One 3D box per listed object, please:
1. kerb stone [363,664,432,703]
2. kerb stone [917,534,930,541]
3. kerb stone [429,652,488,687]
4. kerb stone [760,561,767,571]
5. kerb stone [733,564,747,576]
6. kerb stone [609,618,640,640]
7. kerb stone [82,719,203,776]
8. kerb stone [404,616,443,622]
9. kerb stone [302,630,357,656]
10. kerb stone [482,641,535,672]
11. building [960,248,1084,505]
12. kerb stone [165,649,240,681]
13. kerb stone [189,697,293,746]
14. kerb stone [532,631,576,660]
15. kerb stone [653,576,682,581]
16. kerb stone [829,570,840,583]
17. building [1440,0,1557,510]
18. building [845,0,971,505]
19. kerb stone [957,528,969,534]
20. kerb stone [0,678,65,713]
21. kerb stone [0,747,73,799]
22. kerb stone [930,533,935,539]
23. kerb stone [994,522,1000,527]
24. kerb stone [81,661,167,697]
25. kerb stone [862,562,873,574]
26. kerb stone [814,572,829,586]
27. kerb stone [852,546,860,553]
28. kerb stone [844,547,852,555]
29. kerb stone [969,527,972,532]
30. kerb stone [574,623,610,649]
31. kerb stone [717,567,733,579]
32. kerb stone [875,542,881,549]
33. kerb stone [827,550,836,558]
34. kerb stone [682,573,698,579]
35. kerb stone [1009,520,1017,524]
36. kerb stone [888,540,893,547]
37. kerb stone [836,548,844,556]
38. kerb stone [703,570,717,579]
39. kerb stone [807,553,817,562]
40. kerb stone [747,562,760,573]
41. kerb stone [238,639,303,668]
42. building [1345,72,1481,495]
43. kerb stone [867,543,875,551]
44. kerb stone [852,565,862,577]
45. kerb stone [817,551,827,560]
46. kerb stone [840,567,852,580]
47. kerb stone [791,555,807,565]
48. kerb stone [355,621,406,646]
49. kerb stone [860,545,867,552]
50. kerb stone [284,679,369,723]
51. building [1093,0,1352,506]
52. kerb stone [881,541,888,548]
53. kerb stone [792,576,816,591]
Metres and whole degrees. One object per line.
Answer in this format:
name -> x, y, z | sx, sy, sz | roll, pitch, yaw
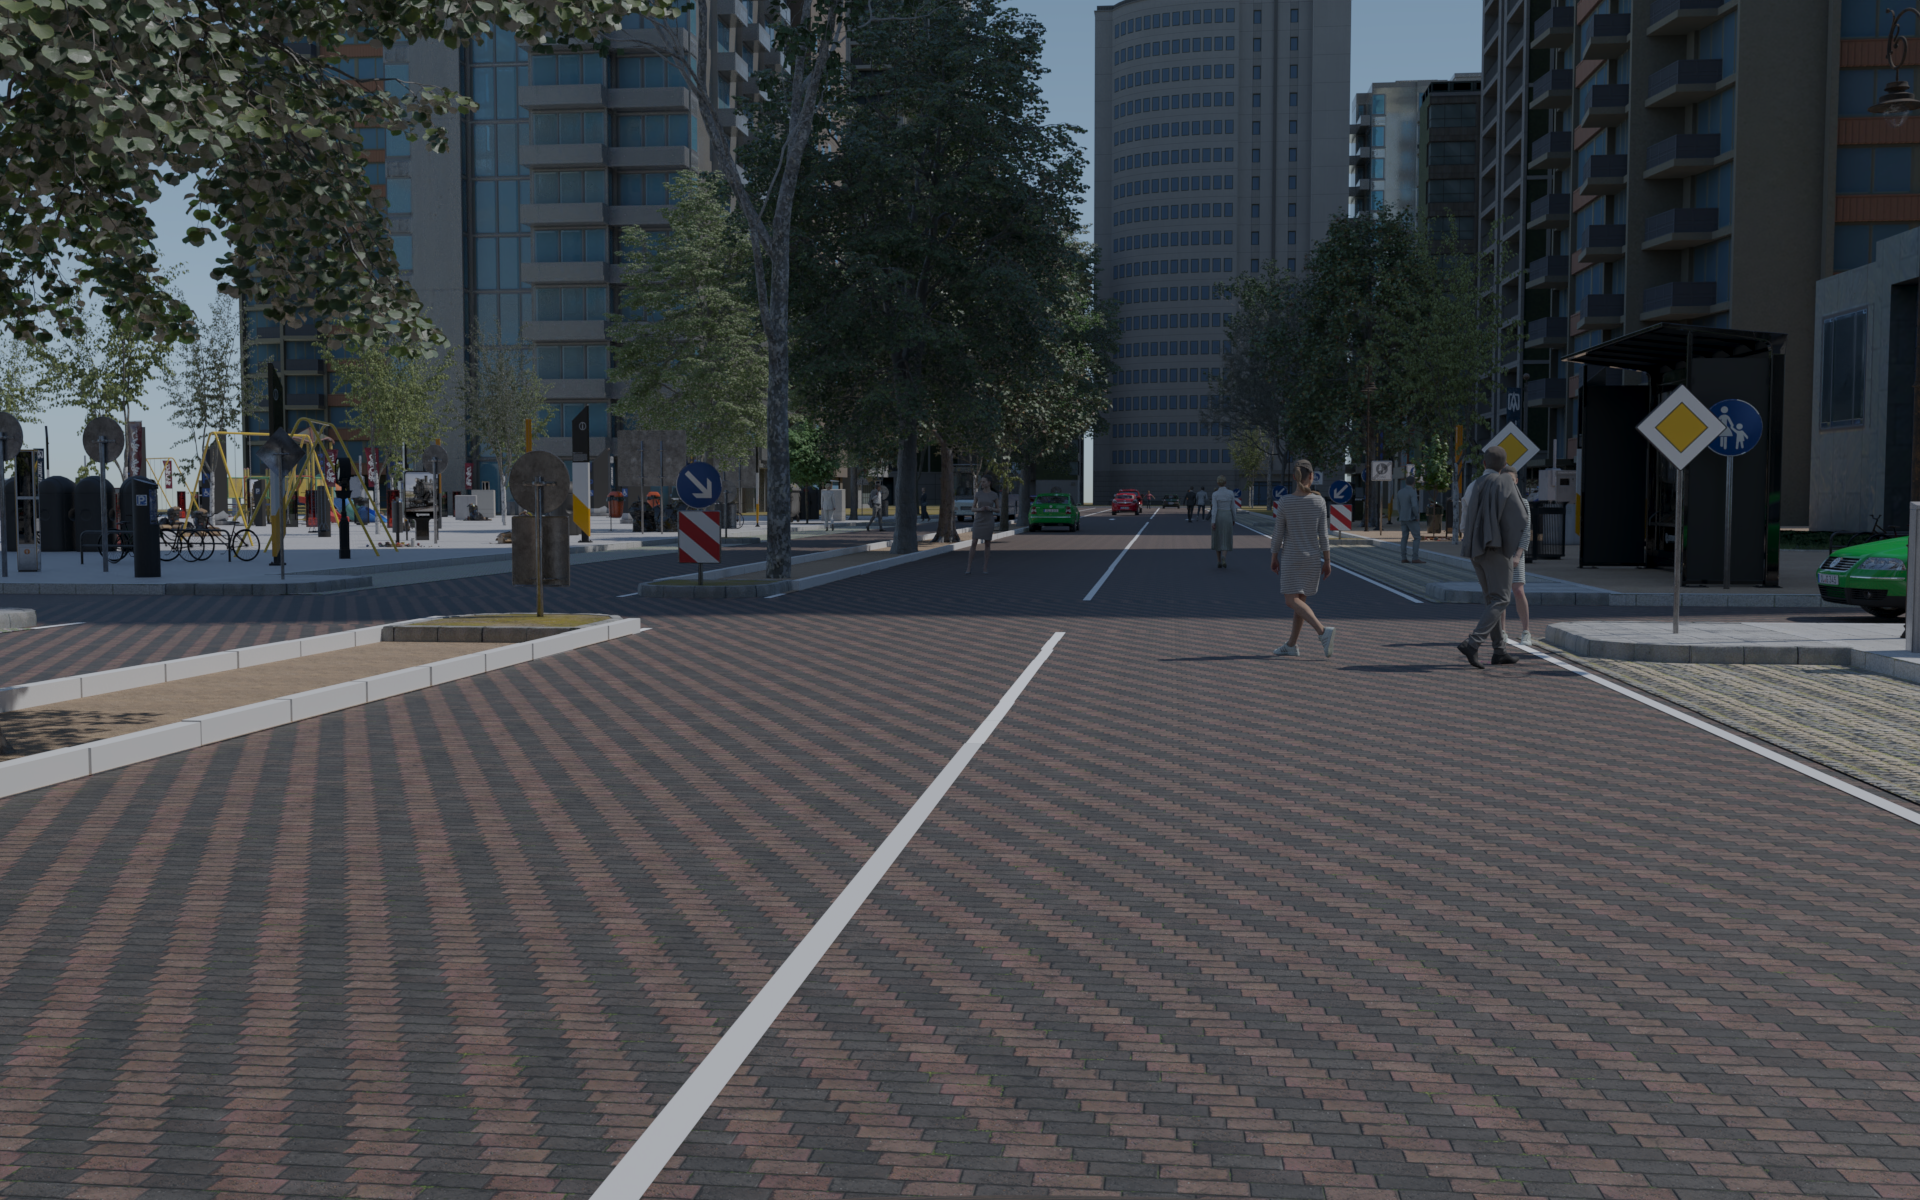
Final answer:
kerb stone -> -4.055, 0.601, 12.365 | 0.120, 0.150, 1.000 | 0, 4, 7
kerb stone -> -1.128, -1.927, 53.855 | 0.120, 0.150, 1.000 | 0, 4, 7
kerb stone -> -3.926, 0.539, 13.385 | 0.120, 0.150, 1.000 | 0, 4, 7
kerb stone -> -3.724, -0.629, 32.486 | 0.120, 0.150, 1.000 | 0, 4, 7
kerb stone -> -3.976, -0.505, 30.449 | 0.120, 0.150, 1.000 | 0, 4, 7
kerb stone -> -3.433, 0.295, 17.461 | 0.120, 0.150, 1.000 | 0, 4, 7
kerb stone -> -4.416, 0.796, 9.311 | 0.120, 0.150, 1.000 | 0, 4, 7
kerb stone -> -5.518, 0.275, 17.700 | 0.120, 0.150, 1.000 | 0, 4, 7
kerb stone -> -5.767, 0.403, 15.668 | 0.120, 0.150, 1.000 | 0, 4, 7
kerb stone -> -3.801, 0.477, 14.403 | 0.120, 0.150, 1.000 | 0, 4, 7
building -> 7.345, -26.351, 202.532 | 14.107, 30.474, 14.160 | 0, 4, 7
kerb stone -> -6.017, 0.527, 13.639 | 0.120, 0.150, 1.000 | 0, 4, 7
kerb stone -> -4.301, 0.727, 10.326 | 0.120, 0.150, 1.000 | 0, 4, 7
kerb stone -> -3.671, 0.418, 15.417 | 0.120, 0.150, 1.000 | 0, 4, 7
kerb stone -> -4.464, -0.256, 26.375 | 0.120, 0.150, 1.000 | 0, 4, 7
kerb stone -> -2.138, -0.358, 28.160 | 0.120, 0.150, 1.000 | 0, 4, 7
building -> 41.831, -40.792, 105.200 | 20.563, 71.187, 20.611 | 0, 4, 7
building -> -10.008, -46.921, 205.404 | 20.611, 71.187, 20.563 | 0, 4, 7
kerb stone -> 0.104, -2.559, 64.032 | 0.120, 0.150, 1.000 | 0, 4, 7
kerb stone -> -6.258, 0.648, 11.600 | 0.120, 0.150, 1.000 | 0, 4, 7
kerb stone -> -4.540, 0.854, 8.296 | 0.120, 0.150, 1.000 | 0, 4, 7
kerb stone -> -1.005, -1.999, 54.874 | 0.120, 0.150, 1.000 | 0, 4, 7
kerb stone -> 1.716, -3.364, 77.242 | 0.120, 0.150, 1.000 | 0, 4, 7
kerb stone -> -6.138, 0.587, 12.616 | 0.120, 0.150, 1.000 | 0, 4, 7
kerb stone -> -1.758, -0.551, 31.204 | 0.120, 0.150, 1.000 | 0, 4, 7
kerb stone -> -2.256, -0.303, 27.144 | 0.120, 0.150, 1.000 | 0, 4, 7
kerb stone -> -2.612, -1.186, 41.650 | 0.120, 0.150, 1.000 | 0, 4, 7
kerb stone -> -2.738, -1.127, 40.629 | 0.120, 0.150, 1.000 | 0, 4, 7
kerb stone -> 0.232, -2.621, 65.046 | 0.120, 0.150, 1.000 | 0, 4, 7
kerb stone -> -3.561, 0.355, 16.436 | 0.120, 0.150, 1.000 | 0, 4, 7
kerb stone -> -4.089, -0.441, 29.434 | 0.120, 0.150, 1.000 | 0, 4, 7
kerb stone -> -2.239, -1.376, 44.697 | 0.120, 0.150, 1.000 | 0, 4, 7
kerb stone -> -2.984, -0.997, 38.588 | 0.120, 0.150, 1.000 | 0, 4, 7
kerb stone -> -4.338, -0.313, 27.392 | 0.120, 0.150, 1.000 | 0, 4, 7
kerb stone -> 2.575, -3.800, 84.361 | 0.120, 0.150, 1.000 | 0, 4, 7
kerb stone -> -1.994, -1.500, 46.727 | 0.120, 0.150, 1.000 | 0, 4, 7
kerb stone -> -2.860, -1.065, 39.609 | 0.120, 0.150, 1.000 | 0, 4, 7
kerb stone -> -4.215, -0.376, 28.416 | 0.120, 0.150, 1.000 | 0, 4, 7
kerb stone -> -3.233, -0.875, 36.546 | 0.120, 0.150, 1.000 | 0, 4, 7
kerb stone -> -3.849, -0.567, 31.464 | 0.120, 0.150, 1.000 | 0, 4, 7
kerb stone -> -5.888, 0.461, 14.653 | 0.120, 0.150, 1.000 | 0, 4, 7
building -> 59.084, -35.472, 199.572 | 30.456, 49.044, 23.786 | 0, 4, 7
kerb stone -> -2.360, -1.310, 43.682 | 0.120, 0.150, 1.000 | 0, 4, 7
kerb stone -> -1.896, -0.489, 30.191 | 0.120, 0.150, 1.000 | 0, 4, 7
kerb stone -> -3.105, -0.940, 37.568 | 0.120, 0.150, 1.000 | 0, 4, 7
kerb stone -> -2.013, -0.427, 29.176 | 0.120, 0.150, 1.000 | 0, 4, 7
kerb stone -> -3.359, -0.814, 35.531 | 0.120, 0.150, 1.000 | 0, 4, 7
kerb stone -> -5.644, 0.339, 16.686 | 0.120, 0.150, 1.000 | 0, 4, 7
kerb stone -> -2.487, -1.245, 42.665 | 0.120, 0.150, 1.000 | 0, 4, 7
kerb stone -> -4.179, 0.664, 11.346 | 0.120, 0.150, 1.000 | 0, 4, 7
building -> 29.767, -40.318, 201.190 | 28.212, 58.520, 21.231 | 0, 4, 7
kerb stone -> -2.116, -1.438, 45.712 | 0.120, 0.150, 1.000 | 0, 4, 7
kerb stone -> -2.378, -0.240, 26.123 | 0.120, 0.150, 1.000 | 0, 4, 7
